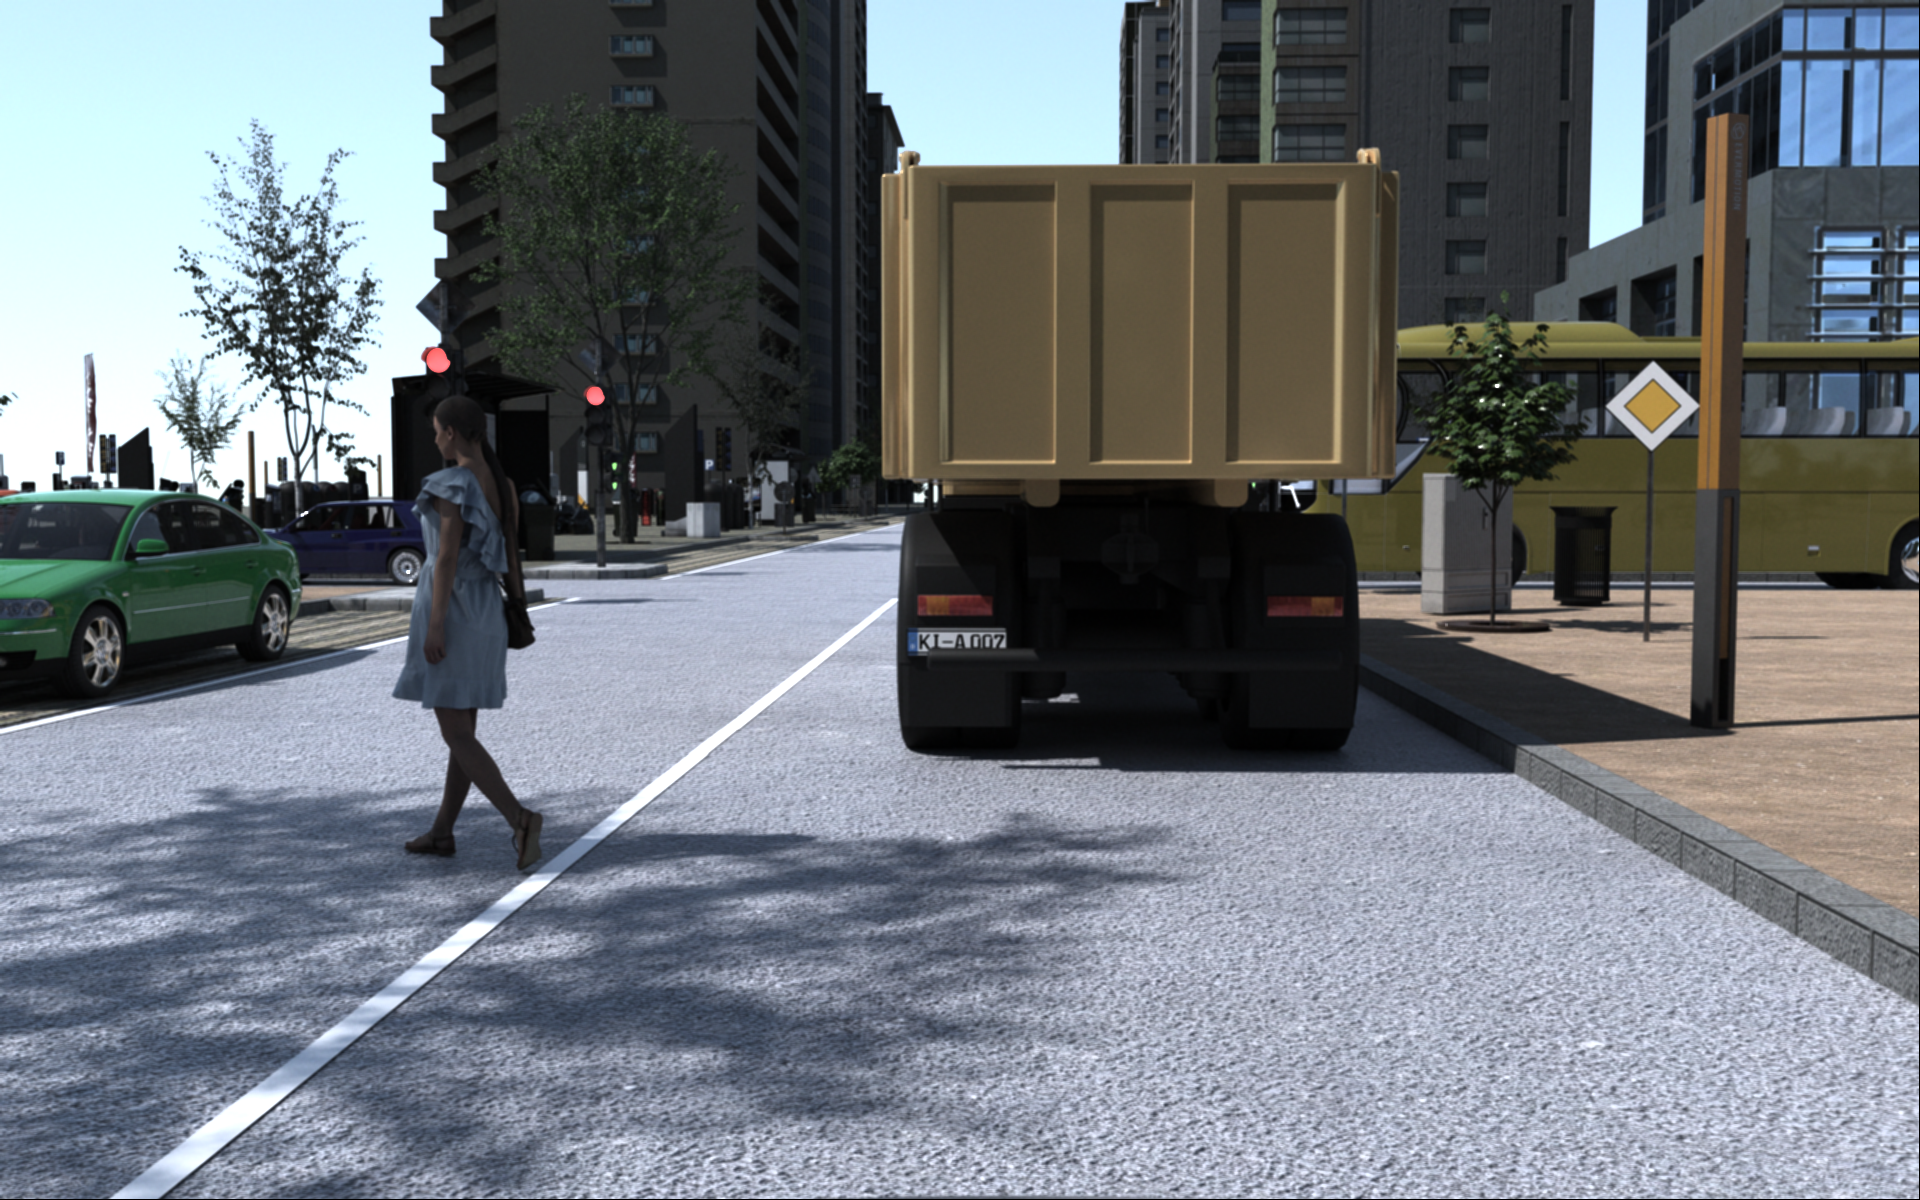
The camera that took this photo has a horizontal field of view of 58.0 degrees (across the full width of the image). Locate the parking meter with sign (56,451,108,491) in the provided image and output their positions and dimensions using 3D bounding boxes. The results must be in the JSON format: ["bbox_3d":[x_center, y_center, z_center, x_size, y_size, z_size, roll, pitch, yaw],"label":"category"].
[{"bbox_3d":[-36.040,-4.574,71.047,1.738,3.016,0.543,0,4,-1],"label":"parking meter with sign"}]

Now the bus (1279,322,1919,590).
[{"bbox_3d":[10.652,-2.062,25.262,12.252,3.916,2.896,0,4,1],"label":"bus"}]

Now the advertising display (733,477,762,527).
[{"bbox_3d":[-8.201,-3.795,67.264,0.974,1.923,0.123,0,4,2],"label":"advertising display"}]

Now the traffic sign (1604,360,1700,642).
[{"bbox_3d":[5.959,-0.843,14.972,0.795,2.450,0.064,1,4,10],"label":"traffic sign"}]

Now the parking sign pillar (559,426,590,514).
[{"bbox_3d":[-15.410,-4.938,69.212,1.447,3.967,1.447,3,4,37],"label":"parking sign pillar"}]

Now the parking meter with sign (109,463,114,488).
[{"bbox_3d":[-47.927,-6.197,97.578,0.543,3.016,1.738,-1,4,-18],"label":"parking meter with sign"}]

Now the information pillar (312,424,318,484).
[{"bbox_3d":[-21.587,-4.076,57.995,0.183,3.616,0.504,-2,4,-31],"label":"information pillar"}]

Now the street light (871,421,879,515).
[{"bbox_3d":[-5.192,-8.216,107.118,0.468,5.910,1.993,0,4,2],"label":"street light"}]

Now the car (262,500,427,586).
[{"bbox_3d":[-9.833,-0.926,27.727,3.894,1.354,1.945,0,4,3],"label":"car"}]

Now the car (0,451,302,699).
[{"bbox_3d":[-6.800,-0.287,13.486,1.959,1.807,4.718,0,4,2],"label":"car"}]

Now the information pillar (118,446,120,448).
[{"bbox_3d":[-40.519,-5.664,83.958,0.504,3.616,0.183,0,4,-3],"label":"information pillar"}]

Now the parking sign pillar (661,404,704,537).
[{"bbox_3d":[-8.342,-3.912,52.426,1.447,3.967,1.447,3,4,38],"label":"parking sign pillar"}]

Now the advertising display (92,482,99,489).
[{"bbox_3d":[-45.991,-5.311,92.042,0.123,1.923,0.974,0,4,-6],"label":"advertising display"}]

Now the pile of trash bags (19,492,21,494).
[{"bbox_3d":[-18.717,-1.660,36.895,3.447,1.369,1.912,-1,4,-13],"label":"pile of trash bags"}]

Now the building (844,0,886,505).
[{"bbox_3d":[-19.505,-47.061,207.704,20.563,71.187,20.611,0,4,2],"label":"building"}]

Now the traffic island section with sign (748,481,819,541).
[{"bbox_3d":[-5.395,-2.728,53.234,1.989,1.847,2.006,0,4,2],"label":"traffic island section with sign"}]

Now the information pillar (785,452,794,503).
[{"bbox_3d":[-9.476,-6.408,96.126,0.504,3.616,0.183,0,4,7],"label":"information pillar"}]

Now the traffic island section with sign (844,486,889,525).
[{"bbox_3d":[-4.319,-4.376,80.168,1.989,1.847,2.006,0,4,2],"label":"traffic island section with sign"}]

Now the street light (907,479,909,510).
[{"bbox_3d":[-4.103,-9.994,136.194,0.468,5.910,1.993,0,4,2],"label":"street light"}]

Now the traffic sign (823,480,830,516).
[{"bbox_3d":[-7.925,-6.132,100.372,0.768,2.556,0.104,1,4,8],"label":"traffic sign"}]

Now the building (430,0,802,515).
[{"bbox_3d":[-22.698,-30.129,116.313,21.300,48.544,21.600,0,4,2],"label":"building"}]

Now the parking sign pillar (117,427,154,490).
[{"bbox_3d":[-33.234,-4.978,69.856,1.447,3.967,1.447,0,4,5],"label":"parking sign pillar"}]

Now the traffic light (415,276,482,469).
[{"bbox_3d":[-6.599,-2.043,22.321,0.839,4.253,0.868,0,4,2],"label":"traffic light"}]

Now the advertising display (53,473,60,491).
[{"bbox_3d":[-27.910,-2.956,53.541,0.123,1.923,0.974,-1,4,-23],"label":"advertising display"}]

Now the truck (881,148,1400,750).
[{"bbox_3d":[1.021,-1.065,13.345,3.469,3.379,9.791,0,4,2],"label":"truck"}]

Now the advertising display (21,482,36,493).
[{"bbox_3d":[-48.547,-5.203,90.286,0.123,1.923,0.974,0,4,7],"label":"advertising display"}]

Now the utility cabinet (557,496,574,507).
[{"bbox_3d":[-13.078,-2.833,57.483,0.306,1.237,1.020,-2,4,-30],"label":"utility cabinet"}]

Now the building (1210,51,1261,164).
[{"bbox_3d":[23.576,-21.094,116.581,14.160,30.474,14.107,0,4,2],"label":"building"}]

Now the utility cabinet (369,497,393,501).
[{"bbox_3d":[-14.776,-2.045,44.594,1.020,1.237,0.306,2,4,34],"label":"utility cabinet"}]

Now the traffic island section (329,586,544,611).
[{"bbox_3d":[-6.639,-0.011,22.457,2.009,0.180,2.903,0,4,2],"label":"traffic island section"}]

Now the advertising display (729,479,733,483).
[{"bbox_3d":[-9.577,-4.126,72.676,0.123,1.923,0.974,-1,4,-14],"label":"advertising display"}]

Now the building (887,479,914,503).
[{"bbox_3d":[-14.226,-29.483,253.745,14.160,30.474,14.107,0,4,2],"label":"building"}]

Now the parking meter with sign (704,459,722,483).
[{"bbox_3d":[-12.375,-5.598,87.784,0.543,3.016,1.738,1,4,13],"label":"parking meter with sign"}]

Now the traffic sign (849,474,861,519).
[{"bbox_3d":[-5.486,-5.405,90.494,0.606,2.300,0.079,1,4,9],"label":"traffic sign"}]

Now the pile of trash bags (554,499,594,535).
[{"bbox_3d":[-13.350,-2.732,54.417,3.447,1.369,1.912,-2,4,-32],"label":"pile of trash bags"}]

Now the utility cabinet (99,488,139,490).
[{"bbox_3d":[-28.639,-3.081,59.045,1.173,1.500,0.318,-1,4,-14],"label":"utility cabinet"}]

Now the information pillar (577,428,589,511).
[{"bbox_3d":[-13.419,-4.303,61.713,0.504,3.616,0.183,3,4,38],"label":"information pillar"}]

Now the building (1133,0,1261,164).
[{"bbox_3d":[31.663,-41.003,212.397,21.231,58.520,28.212,0,4,2],"label":"building"}]

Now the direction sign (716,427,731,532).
[{"bbox_3d":[-8.043,-4.095,58.954,0.379,3.537,0.876,2,4,26],"label":"direction sign"}]

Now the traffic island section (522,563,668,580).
[{"bbox_3d":[-6.317,-0.499,30.435,2.009,0.180,2.903,0,4,2],"label":"traffic island section"}]

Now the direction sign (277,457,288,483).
[{"bbox_3d":[-41.459,-6.974,106.028,0.876,3.537,0.379,2,4,31],"label":"direction sign"}]

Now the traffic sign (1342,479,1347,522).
[{"bbox_3d":[5.038,-1.258,22.706,0.606,2.300,0.079,1,4,12],"label":"traffic sign"}]

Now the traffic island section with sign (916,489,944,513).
[{"bbox_3d":[-2.305,-7.436,130.201,1.989,1.847,2.006,0,4,2],"label":"traffic island section with sign"}]

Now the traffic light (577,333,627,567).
[{"bbox_3d":[-6.278,-2.531,30.299,0.839,4.253,0.868,0,4,2],"label":"traffic light"}]

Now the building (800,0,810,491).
[{"bbox_3d":[-19.657,-27.636,135.448,14.154,41.232,14.086,0,4,2],"label":"building"}]

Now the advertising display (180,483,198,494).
[{"bbox_3d":[-45.363,-5.914,101.901,0.974,1.923,0.123,-1,4,-13],"label":"advertising display"}]

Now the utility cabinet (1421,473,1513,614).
[{"bbox_3d":[5.476,-0.610,18.646,1.173,1.500,0.318,-3,4,-37],"label":"utility cabinet"}]

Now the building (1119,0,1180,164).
[{"bbox_3d":[31.584,-49.763,251.870,20.563,71.187,20.611,0,4,2],"label":"building"}]

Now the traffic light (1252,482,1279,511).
[{"bbox_3d":[3.954,-2.018,21.913,0.839,4.253,0.868,0,4,2],"label":"traffic light"}]

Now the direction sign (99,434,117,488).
[{"bbox_3d":[-32.277,-4.506,65.674,0.876,3.537,0.379,2,4,26],"label":"direction sign"}]

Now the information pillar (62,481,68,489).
[{"bbox_3d":[-48.636,-5.477,94.048,0.304,2.012,0.304,1,4,23],"label":"information pillar"}]

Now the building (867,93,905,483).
[{"bbox_3d":[-22.480,-39.338,232.414,28.713,52.752,27.495,0,4,2],"label":"building"}]

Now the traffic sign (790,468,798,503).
[{"bbox_3d":[-8.204,-5.110,83.647,0.768,2.556,0.104,0,4,8],"label":"traffic sign"}]

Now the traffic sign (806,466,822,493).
[{"bbox_3d":[-6.800,-4.902,80.147,0.884,2.594,0.081,1,4,11],"label":"traffic sign"}]
